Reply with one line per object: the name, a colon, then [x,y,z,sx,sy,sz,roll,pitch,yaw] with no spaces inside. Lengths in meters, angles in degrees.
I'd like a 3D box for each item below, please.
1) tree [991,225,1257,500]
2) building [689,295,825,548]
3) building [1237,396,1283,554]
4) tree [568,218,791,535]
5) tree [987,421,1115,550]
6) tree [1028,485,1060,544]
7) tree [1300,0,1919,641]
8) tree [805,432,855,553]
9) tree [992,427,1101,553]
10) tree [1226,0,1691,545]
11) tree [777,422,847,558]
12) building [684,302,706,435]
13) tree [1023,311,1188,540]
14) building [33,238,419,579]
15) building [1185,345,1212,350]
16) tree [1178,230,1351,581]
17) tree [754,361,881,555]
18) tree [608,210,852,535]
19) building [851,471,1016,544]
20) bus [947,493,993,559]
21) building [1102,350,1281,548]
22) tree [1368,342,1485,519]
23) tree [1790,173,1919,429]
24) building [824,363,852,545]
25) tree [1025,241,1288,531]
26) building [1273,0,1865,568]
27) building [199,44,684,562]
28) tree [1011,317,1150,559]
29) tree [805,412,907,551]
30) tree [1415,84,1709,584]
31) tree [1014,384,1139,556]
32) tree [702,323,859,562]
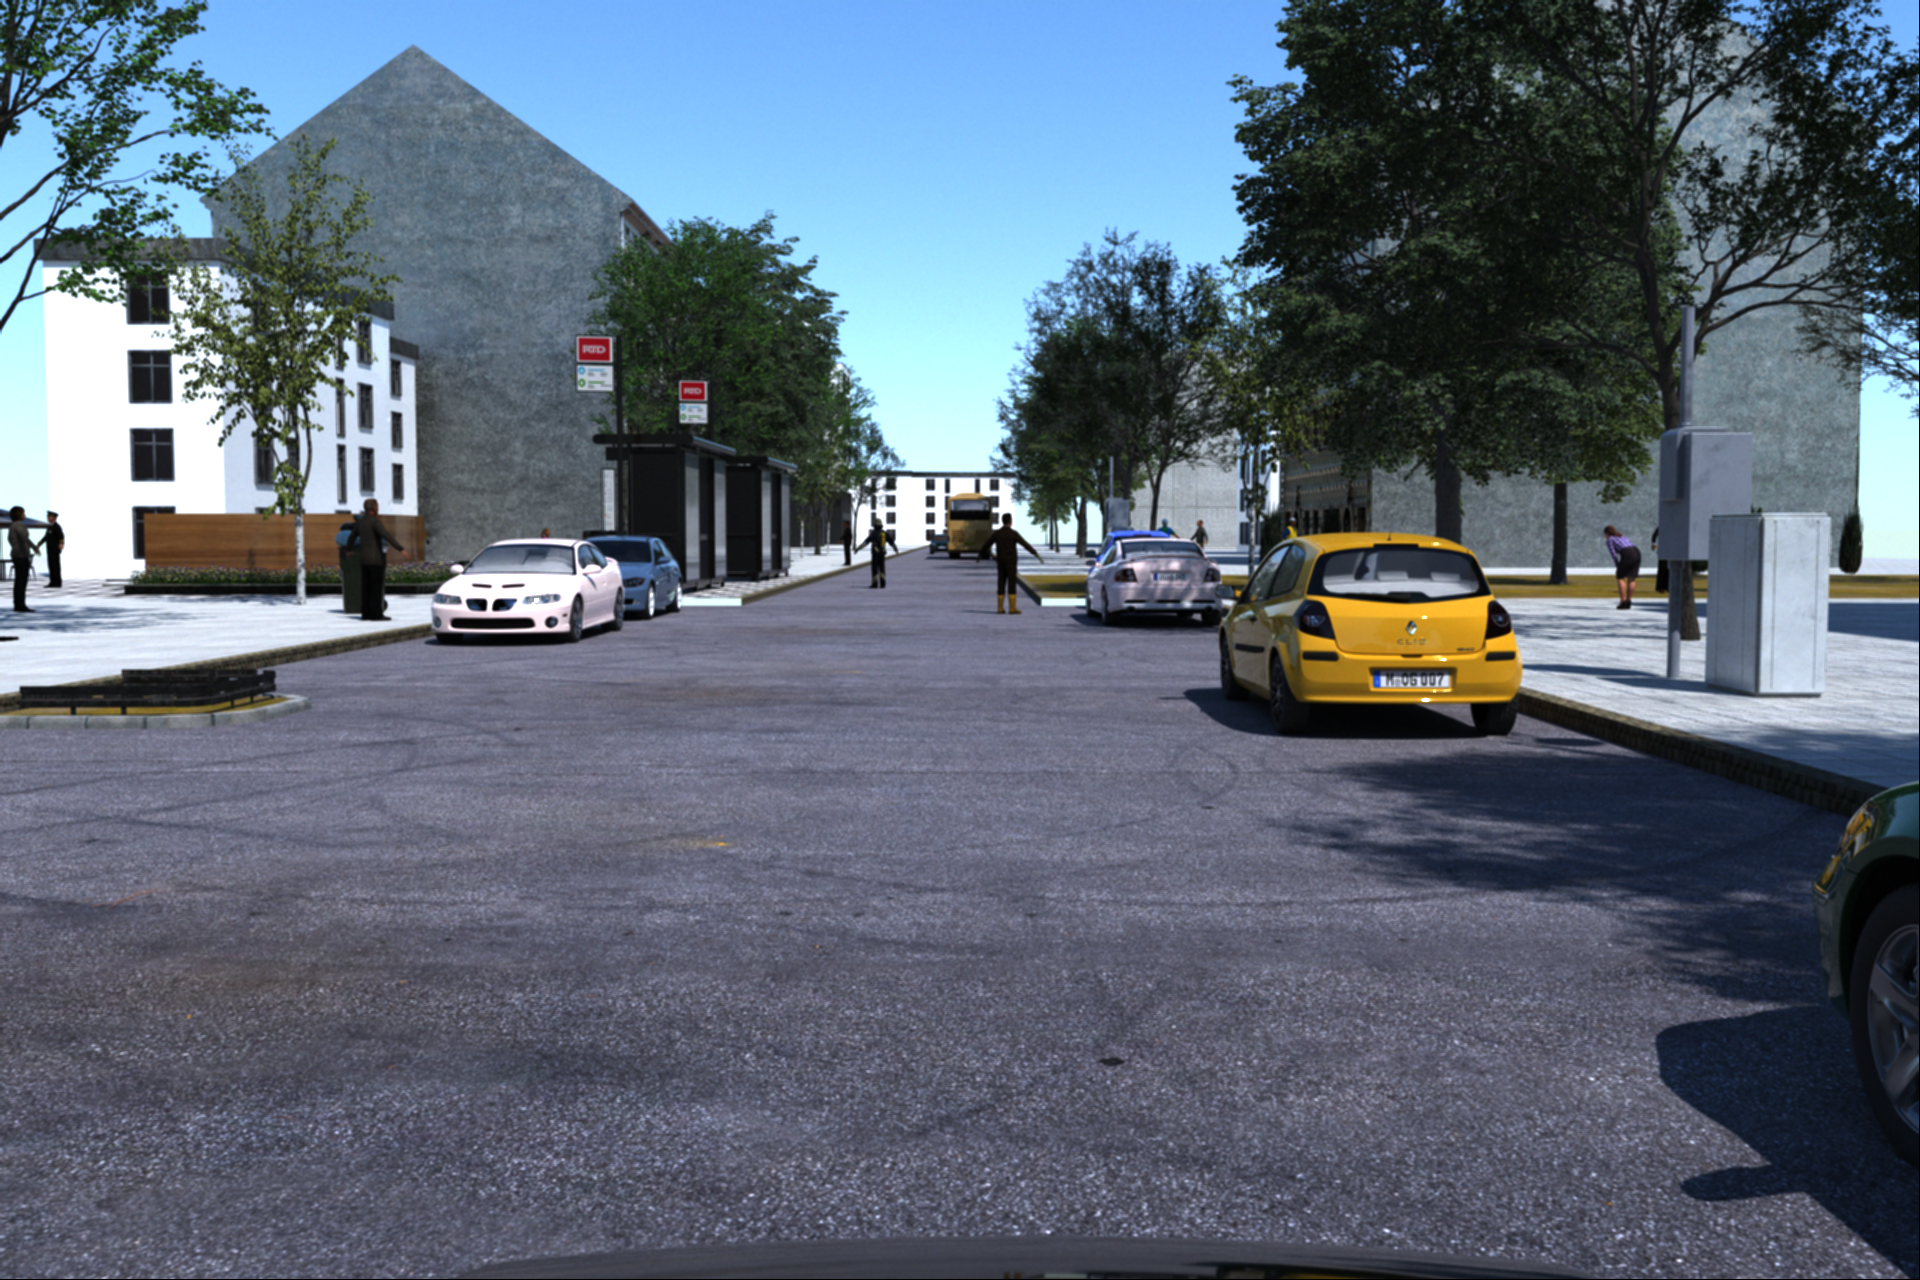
tree: [6.584,-9.679,68.623,12.009,13.543,11.850,0,3,0]
building: [-28.092,-19.387,160.955,27.936,21.610,32.646,0,4,1]
building: [23.291,-9.978,105.284,9.099,9.664,28.070,0,4,1]
tree: [-9.278,-8.025,56.967,9.928,11.665,9.643,0,3,0]
tree: [7.289,-13.897,137.582,12.009,13.543,11.850,0,3,0]
tree: [10.995,-16.794,224.947,4.737,8.622,4.395,0,3,0]
tree: [8.692,-5.295,20.987,8.767,10.594,7.601,-2,4,-24]
tree: [-8.810,-10.118,115.785,4.360,8.622,3.978,0,3,0]
tree: [6.444,-11.289,118.993,7.601,10.594,8.767,2,4,32]
tree: [9.556,-7.751,33.377,9.857,13.997,8.962,0,3,0]
tree: [-8.246,-8.705,92.691,4.737,8.622,4.395,0,3,0]
building: [-27.285,-15.058,112.649,16.747,18.905,31.486,0,4,0]
tree: [6.719,-9.446,80.195,9.928,11.665,9.643,0,3,0]
building: [-25.161,-7.412,63.341,9.099,9.664,28.070,0,4,1]
building: [26.927,-22.882,205.056,19.493,23.208,18.063,0,4,1]
tree: [7.507,-5.664,42.964,4.737,8.622,4.395,0,3,0]
tree: [-8.643,-10.925,104.381,9.928,11.665,9.643,0,3,0]
tree: [-9.038,-9.850,67.696,9.857,13.997,8.962,0,3,0]
building: [-6.661,-17.473,230.289,28.070,9.664,9.099,0,4,-5]
bus: [0.580,-6.787,102.517,2.896,3.916,12.252,0,4,0]
building: [23.911,-18.881,175.159,16.747,18.905,31.486,0,4,1]
tree: [14.490,-6.199,51.714,4.737,8.622,4.395,0,3,0]
tree: [27.038,-8.205,44.527,12.009,13.543,11.850,0,3,0]
building: [-27.989,-22.043,204.380,27.936,21.610,32.646,0,4,1]
tree: [6.223,-7.449,56.205,8.767,10.594,7.601,0,4,5]
building: [24.731,-14.871,74.068,19.493,23.208,18.063,0,3,0]
building: [-24.572,-15.684,87.366,19.493,23.208,18.063,0,4,0]
tree: [6.086,-10.557,90.741,7.486,12.596,7.792,0,3,0]
tree: [-8.191,-12.150,133.066,8.767,10.594,7.601,0,4,1]
tree: [15.252,-7.723,44.405,7.486,12.596,7.792,0,3,0]
tree: [7.093,-10.871,103.499,9.928,11.665,9.643,0,3,0]
tree: [-8.403,-9.465,80.506,9.928,11.665,9.643,0,3,0]
